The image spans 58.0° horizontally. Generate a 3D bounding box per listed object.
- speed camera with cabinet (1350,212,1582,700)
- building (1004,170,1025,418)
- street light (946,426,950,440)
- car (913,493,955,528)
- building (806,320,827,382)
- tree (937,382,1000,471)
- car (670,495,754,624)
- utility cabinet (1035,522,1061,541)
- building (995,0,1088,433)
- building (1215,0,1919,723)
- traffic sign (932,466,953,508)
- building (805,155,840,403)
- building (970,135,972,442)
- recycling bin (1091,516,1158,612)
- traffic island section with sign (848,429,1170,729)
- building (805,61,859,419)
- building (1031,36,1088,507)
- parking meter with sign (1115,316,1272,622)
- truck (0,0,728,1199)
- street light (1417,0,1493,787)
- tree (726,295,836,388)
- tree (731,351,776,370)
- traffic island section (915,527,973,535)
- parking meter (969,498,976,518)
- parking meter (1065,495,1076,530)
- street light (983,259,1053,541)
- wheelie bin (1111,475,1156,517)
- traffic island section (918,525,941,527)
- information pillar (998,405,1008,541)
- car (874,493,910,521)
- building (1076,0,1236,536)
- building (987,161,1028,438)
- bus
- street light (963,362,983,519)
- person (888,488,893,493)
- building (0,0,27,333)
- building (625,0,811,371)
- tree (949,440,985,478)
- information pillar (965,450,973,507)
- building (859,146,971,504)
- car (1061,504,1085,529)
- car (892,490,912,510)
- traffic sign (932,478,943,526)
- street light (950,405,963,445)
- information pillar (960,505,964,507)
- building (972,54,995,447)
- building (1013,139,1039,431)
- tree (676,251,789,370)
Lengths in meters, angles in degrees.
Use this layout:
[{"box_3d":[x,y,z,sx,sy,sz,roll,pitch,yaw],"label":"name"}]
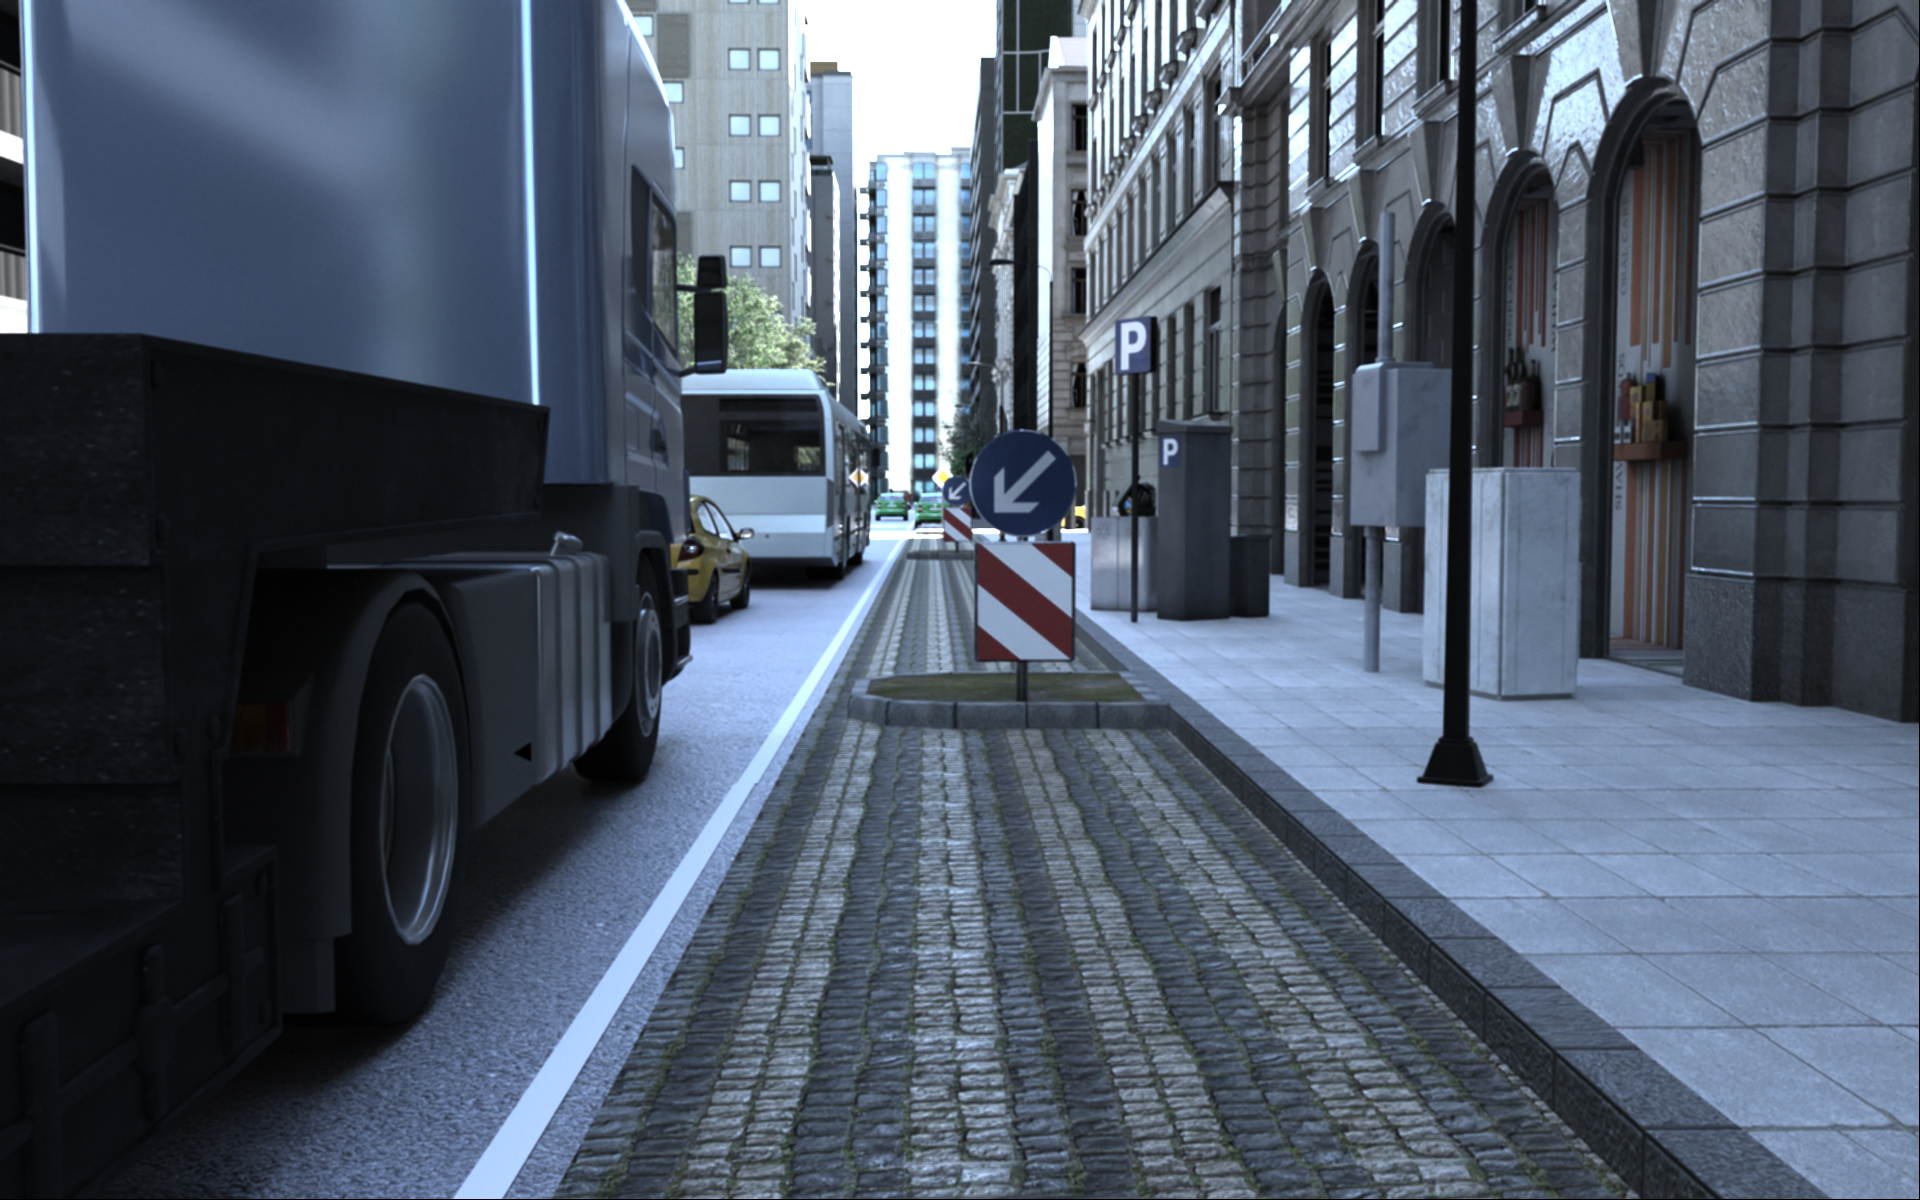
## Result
[{"box_3d":[3.360,-1.060,11.663,0.660,3.252,2.038,-1,4,-15],"label":"speed camera with cabinet"},{"box_3d":[8.787,-17.267,111.198,11.050,23.489,19.941,0,4,-1],"label":"building"},{"box_3d":[-0.229,-8.873,117.621,1.470,5.913,1.316,0,4,-1],"label":"street light"},{"box_3d":[-1.031,-3.978,73.841,1.959,1.807,4.718,0,4,-1],"label":"car"},{"box_3d":[-28.937,-20.873,186.310,27.650,21.520,28.899,0,4,-1],"label":"building"},{"box_3d":[0.840,-9.874,111.804,4.360,8.622,3.978,0,3,0],"label":"tree"},{"box_3d":[-3.524,-0.631,20.546,2.015,1.641,3.980,0,4,1],"label":"car"},{"box_3d":[2.301,-2.217,44.931,0.318,1.500,1.173,2,4,24],"label":"utility cabinet"},{"box_3d":[11.680,-44.360,163.543,20.563,71.187,20.611,0,4,-1],"label":"building"},{"box_3d":[10.625,-10.726,17.177,13.314,21.916,24.055,0,4,-1],"label":"building"},{"box_3d":[-0.591,-3.526,61.295,0.795,2.450,0.064,0,4,-1],"label":"traffic sign"},{"box_3d":[-21.785,-32.243,210.769,14.086,41.232,14.154,0,4,-1],"label":"building"},{"box_3d":[12.144,-35.678,207.033,21.300,48.544,21.600,0,4,-1],"label":"building"},{"box_3d":[1.922,-0.410,19.253,0.722,1.027,0.722,2,4,32],"label":"recycling bin"},{"box_3d":[0.271,-0.171,11.426,1.989,1.847,2.006,0,4,-1],"label":"traffic island section with sign"},{"box_3d":[-28.168,-42.624,238.908,28.212,58.520,21.231,0,4,-1],"label":"building"},{"box_3d":[12.499,-13.844,75.506,18.267,20.994,9.793,0,4,-1],"label":"building"},{"box_3d":[2.426,-1.312,17.715,1.738,3.016,0.543,-2,4,-34],"label":"parking meter with sign"},{"box_3d":[-2.574,-0.718,1.491,2.967,4.110,18.799,0,4,-1],"label":"truck"},{"box_3d":[1.675,-2.142,7.568,1.470,5.913,1.316,0,4,-1],"label":"street light"},{"box_3d":[-11.034,-11.085,99.374,7.486,12.596,7.792,0,3,0],"label":"tree"},{"box_3d":[-10.658,-8.529,89.808,4.737,8.622,4.395,0,3,0],"label":"tree"},{"box_3d":[-0.568,-2.391,61.372,2.009,0.180,2.903,0,4,-1],"label":"traffic island section"},{"box_3d":[0.660,-5.083,91.514,0.372,1.533,0.369,0,3,0],"label":"parking meter"},{"box_3d":[3.910,-3.408,61.436,0.255,1.863,0.399,2,4,35],"label":"parking meter"},{"box_3d":[1.258,-3.780,34.347,1.470,5.913,1.316,0,4,-1],"label":"street light"},{"box_3d":[2.881,-1.264,28.581,0.693,1.594,0.980,0,4,-4],"label":"wheelie bin"},{"box_3d":[-0.701,-2.879,69.356,2.009,0.180,2.903,0,4,-1],"label":"traffic island section"},{"box_3d":[1.157,-3.347,46.073,0.183,3.616,0.504,1,4,19],"label":"information pillar"},{"box_3d":[-3.696,-5.202,93.843,1.959,1.807,4.718,0,4,-2],"label":"car"},{"box_3d":[11.739,-12.899,44.175,16.112,22.955,30.059,0,4,-1],"label":"building"},{"box_3d":[9.399,-21.124,132.764,14.401,28.519,23.554,0,4,-1],"label":"building"},{"box_3d":[-3.179,-2.284,32.203,2.948,3.499,13.247,0,4,0],"label":"bus"},{"box_3d":[0.946,-5.425,61.236,1.470,5.913,1.316,0,4,-1],"label":"street light"},{"box_3d":[-4.503,-6.250,110.950,0.793,1.790,0.793,0,4,8],"label":"person"},{"box_3d":[-22.072,-35.753,22.807,20.563,71.187,20.611,0,4,-1],"label":"building"},{"box_3d":[-27.730,-34.719,156.886,28.713,52.752,27.495,0,4,-1],"label":"building"},{"box_3d":[0.869,-7.437,105.306,4.285,4.588,4.351,0,3,0],"label":"tree"},{"box_3d":[0.482,-6.199,92.701,0.504,3.616,0.183,-2,4,-32],"label":"information pillar"},{"box_3d":[1.407,-38.000,240.909,30.456,49.044,23.786,0,4,-1],"label":"building"},{"box_3d":[5.524,-3.365,65.245,3.980,1.641,2.015,0,4,-1],"label":"car"},{"box_3d":[-5.569,-9.350,161.545,2.281,1.827,5.304,0,4,-2],"label":"car"},{"box_3d":[-0.725,-4.014,69.278,0.795,2.450,0.064,0,4,-1],"label":"traffic sign"},{"box_3d":[0.369,-7.199,90.250,1.470,5.913,1.316,0,4,-1],"label":"street light"},{"box_3d":[0.139,-7.329,124.315,0.304,2.012,0.304,0,4,6],"label":"information pillar"},{"box_3d":[12.491,-34.350,185.317,21.300,48.544,21.600,0,4,-1],"label":"building"},{"box_3d":[9.394,-16.099,92.889,12.332,23.373,15.834,0,4,-1],"label":"building"},{"box_3d":[-11.149,-9.155,75.439,9.928,11.665,9.643,0,3,0],"label":"tree"}]
